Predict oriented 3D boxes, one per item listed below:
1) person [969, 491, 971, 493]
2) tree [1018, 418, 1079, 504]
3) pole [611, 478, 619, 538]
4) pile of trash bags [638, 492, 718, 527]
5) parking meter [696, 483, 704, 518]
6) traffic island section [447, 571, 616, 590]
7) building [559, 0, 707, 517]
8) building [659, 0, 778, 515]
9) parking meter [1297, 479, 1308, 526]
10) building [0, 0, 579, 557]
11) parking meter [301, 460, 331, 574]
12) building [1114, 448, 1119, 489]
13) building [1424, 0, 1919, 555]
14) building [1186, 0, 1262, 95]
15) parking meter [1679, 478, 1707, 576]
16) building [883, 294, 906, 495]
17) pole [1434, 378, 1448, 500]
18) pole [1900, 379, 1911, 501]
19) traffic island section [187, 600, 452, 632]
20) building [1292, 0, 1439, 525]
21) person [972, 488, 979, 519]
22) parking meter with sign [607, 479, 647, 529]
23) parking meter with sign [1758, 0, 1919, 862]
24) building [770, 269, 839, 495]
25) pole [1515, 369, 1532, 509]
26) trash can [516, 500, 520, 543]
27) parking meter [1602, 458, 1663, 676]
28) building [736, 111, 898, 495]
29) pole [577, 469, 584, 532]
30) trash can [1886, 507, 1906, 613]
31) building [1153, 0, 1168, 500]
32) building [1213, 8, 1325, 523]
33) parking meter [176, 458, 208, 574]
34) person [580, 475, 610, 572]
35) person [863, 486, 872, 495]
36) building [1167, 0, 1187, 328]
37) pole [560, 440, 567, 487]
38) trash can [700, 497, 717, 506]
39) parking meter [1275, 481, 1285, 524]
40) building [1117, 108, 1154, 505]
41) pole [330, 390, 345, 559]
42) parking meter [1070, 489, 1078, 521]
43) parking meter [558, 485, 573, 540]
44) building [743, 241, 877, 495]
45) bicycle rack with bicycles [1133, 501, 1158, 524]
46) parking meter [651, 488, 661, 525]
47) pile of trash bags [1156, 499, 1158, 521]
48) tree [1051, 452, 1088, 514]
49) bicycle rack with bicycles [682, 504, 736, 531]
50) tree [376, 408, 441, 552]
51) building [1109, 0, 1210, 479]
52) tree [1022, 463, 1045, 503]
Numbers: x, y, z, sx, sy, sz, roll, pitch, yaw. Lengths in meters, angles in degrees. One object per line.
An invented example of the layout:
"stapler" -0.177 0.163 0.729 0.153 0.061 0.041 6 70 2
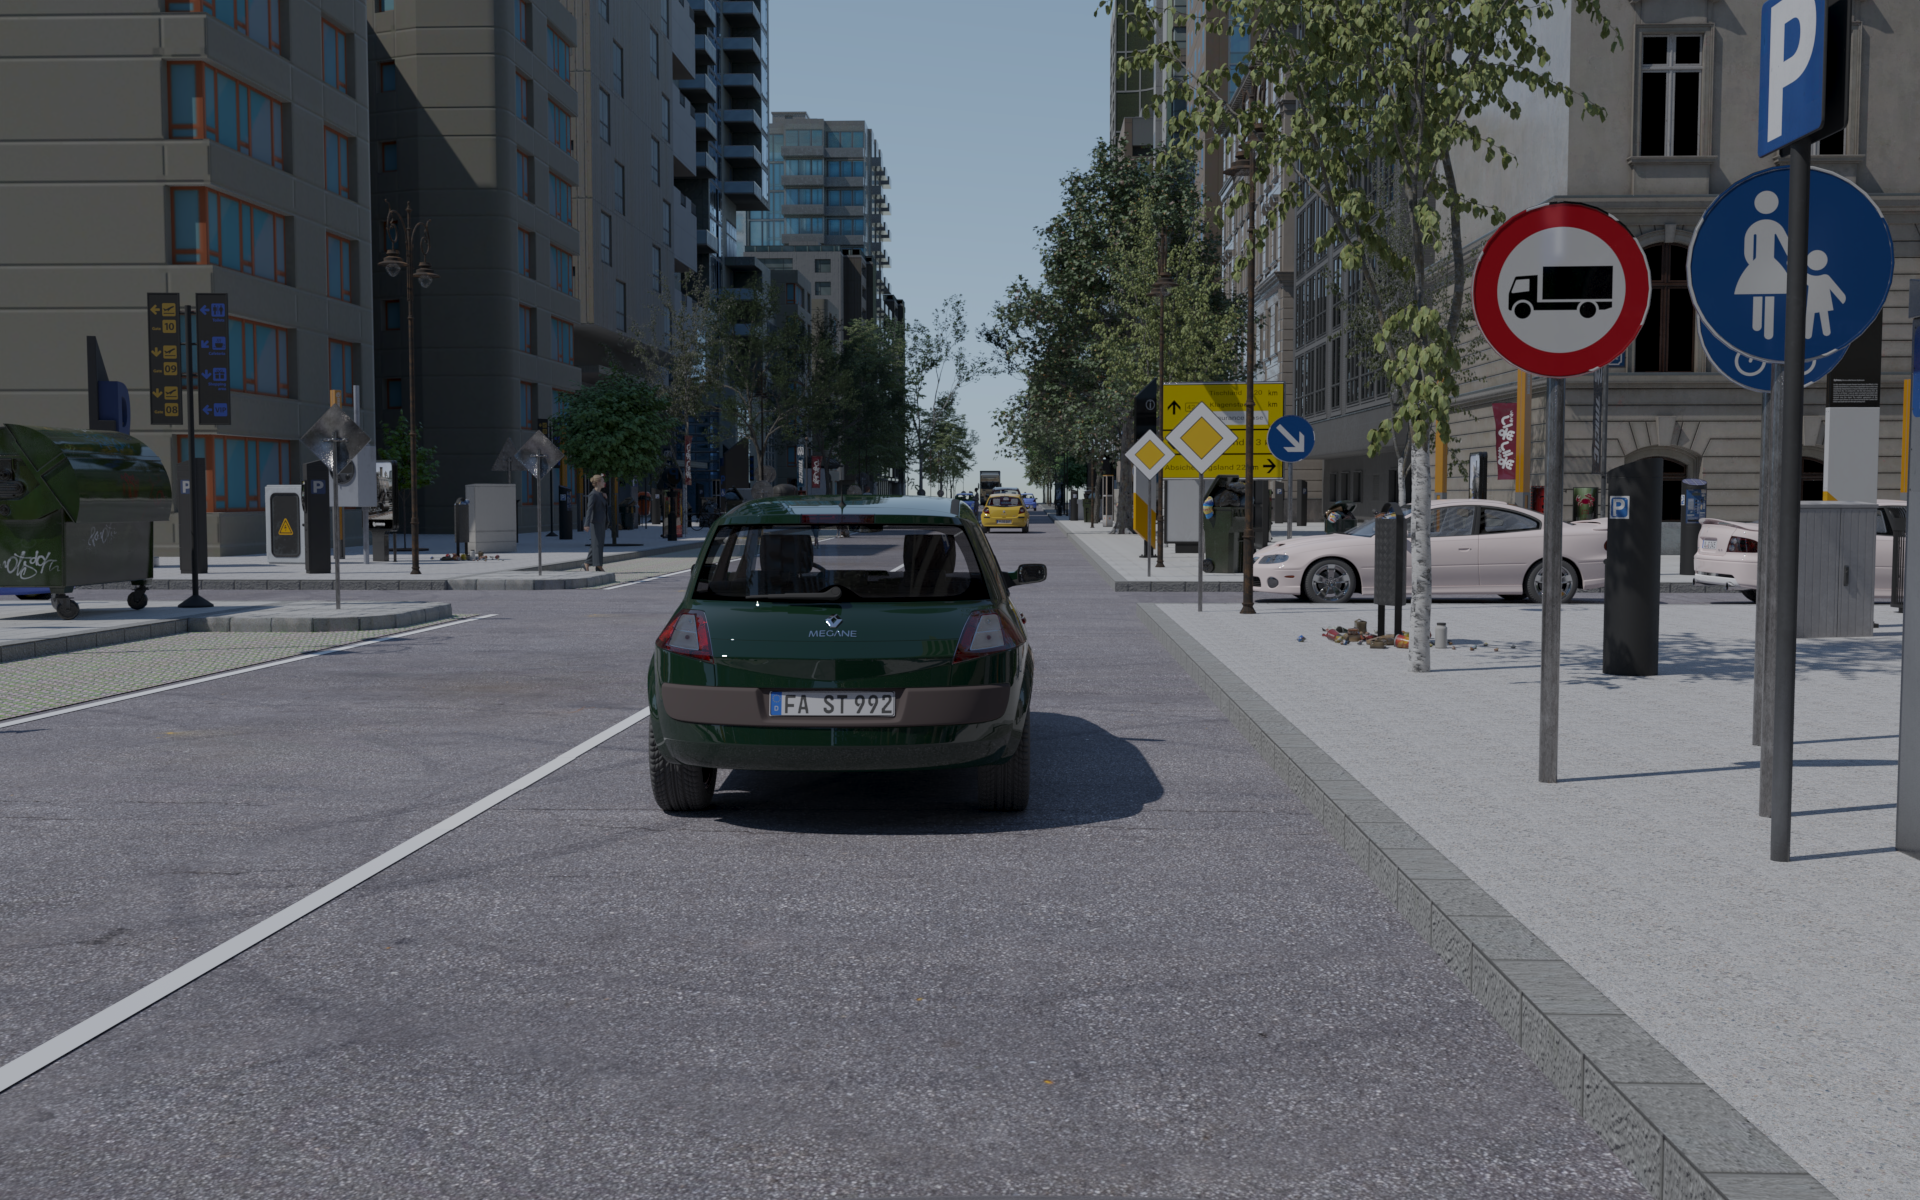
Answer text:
"person" 0.947 -9.393 162.797 1.217 1.735 0.721 -1 4 -14
"tree" 12.590 -19.410 243.104 9.928 11.665 9.643 0 3 0
"pole" -10.165 -3.491 50.923 0.158 3.312 0.155 0 3 0
"pile of trash bags" -10.928 -3.520 67.312 3.447 1.369 1.912 0 4 7
"parking meter" -13.854 -5.296 92.293 0.399 1.863 0.255 -3 5 -45
"traffic island section" -6.629 -0.305 27.263 2.009 0.180 2.903 0 4 2
"building" -28.768 -30.481 87.597 28.713 52.752 27.495 0 4 2
"building" -23.910 -49.176 116.694 22.319 86.520 31.000 0 4 2
"parking meter" 13.633 -3.872 69.010 0.399 1.863 0.255 -3 5 -39
"building" -28.318 -12.510 49.576 27.650 21.520 28.899 0 4 2
"parking meter" -10.385 -1.359 27.925 0.399 1.863 0.255 -2 4 -34
"building" 31.210 -36.957 223.852 23.786 49.044 30.456 0 4 2
"building" 29.628 -13.515 40.060 34.723 24.649 14.460 0 4 2
"building" 23.066 -28.693 119.248 14.600 45.320 14.200 0 4 2
"parking meter" 11.605 -1.162 27.408 0.372 1.533 0.369 0 3 0
"building" -15.230 -29.086 247.249 14.160 30.474 14.107 0 4 2
"pole" 8.495 -2.247 30.580 0.158 3.312 0.155 0 3 0
"pole" 16.898 -2.265 30.877 0.158 3.312 0.155 0 3 0
"traffic island section" -6.944 0.183 19.284 2.009 0.180 2.903 0 4 2
"building" 21.059 -16.541 63.949 14.314 27.812 24.014 0 4 2
"person" 0.829 -5.121 92.563 0.374 1.781 0.599 -1 4 -12
"parking meter with sign" -12.284 -4.144 64.015 1.738 3.016 0.543 2 4 27
"parking meter with sign" 3.694 -0.590 5.911 1.738 3.016 0.543 0 4 4
"building" -25.736 -18.570 148.666 27.650 21.520 28.899 0 4 2
"pole" 8.612 -1.997 26.493 0.158 3.312 0.155 0 3 0
"trash can" -11.383 -1.941 43.389 0.748 1.137 0.748 0 3 0
"parking meter" 4.785 -0.239 12.321 0.372 1.533 0.369 0 3 0
"building" -20.543 -36.961 223.917 23.786 49.044 30.456 0 4 2
"pole" -12.954 -3.986 59.018 0.158 3.312 0.155 0 3 0
"trash can" 10.378 -0.428 18.647 0.748 1.137 0.748 0 3 0
"building" 27.729 -37.431 154.000 21.231 58.520 28.212 0 4 2
"building" 20.435 -17.827 88.738 12.463 27.353 25.104 0 4 2
"parking meter" -12.376 -1.357 27.906 0.399 1.863 0.255 1 4 13
"person" -6.533 -1.350 30.986 0.534 1.772 0.576 -1 4 -13
"person" -3.595 -3.635 68.502 0.480 1.755 0.524 1 4 16
"building" 22.789 -27.518 133.511 14.154 41.232 14.086 0 4 2
"pole" -11.688 -3.501 51.087 0.158 3.312 0.155 0 3 0
"trash can" -11.075 -3.962 76.436 0.748 1.137 0.748 0 3 0
"parking meter" 13.876 -4.247 75.155 0.399 1.863 0.255 1 4 17
"building" 25.542 -33.723 201.487 14.600 45.320 14.200 0 4 2
"pole" -12.233 -2.459 34.042 0.158 3.312 0.155 0 3 0
"parking meter" 5.463 -4.545 82.728 0.372 1.533 0.369 0 3 0
"parking meter" -11.116 -2.471 48.813 0.372 1.533 0.369 0 3 0
"building" -17.300 -26.324 202.100 14.160 30.474 14.107 0 4 2
"bicycle rack with bicycles" 8.848 -3.678 73.519 2.925 0.926 2.852 -3 4 -36
"parking meter" -12.801 -3.948 72.953 0.372 1.533 0.369 0 3 0
"pile of trash bags" 9.210 -4.560 84.302 3.447 1.369 1.912 0 4 7
"tree" 7.572 -7.893 112.767 4.285 4.588 4.351 0 3 0
"bicycle rack with bicycles" -8.248 -2.871 60.322 2.925 0.926 2.852 -3 5 -44
"tree" -12.625 -2.711 38.927 1.663 3.219 1.824 0 3 0
"building" 29.914 -49.593 249.097 20.563 71.187 20.611 0 4 2
"tree" 12.693 -20.522 253.656 7.486 12.596 7.792 0 3 0
